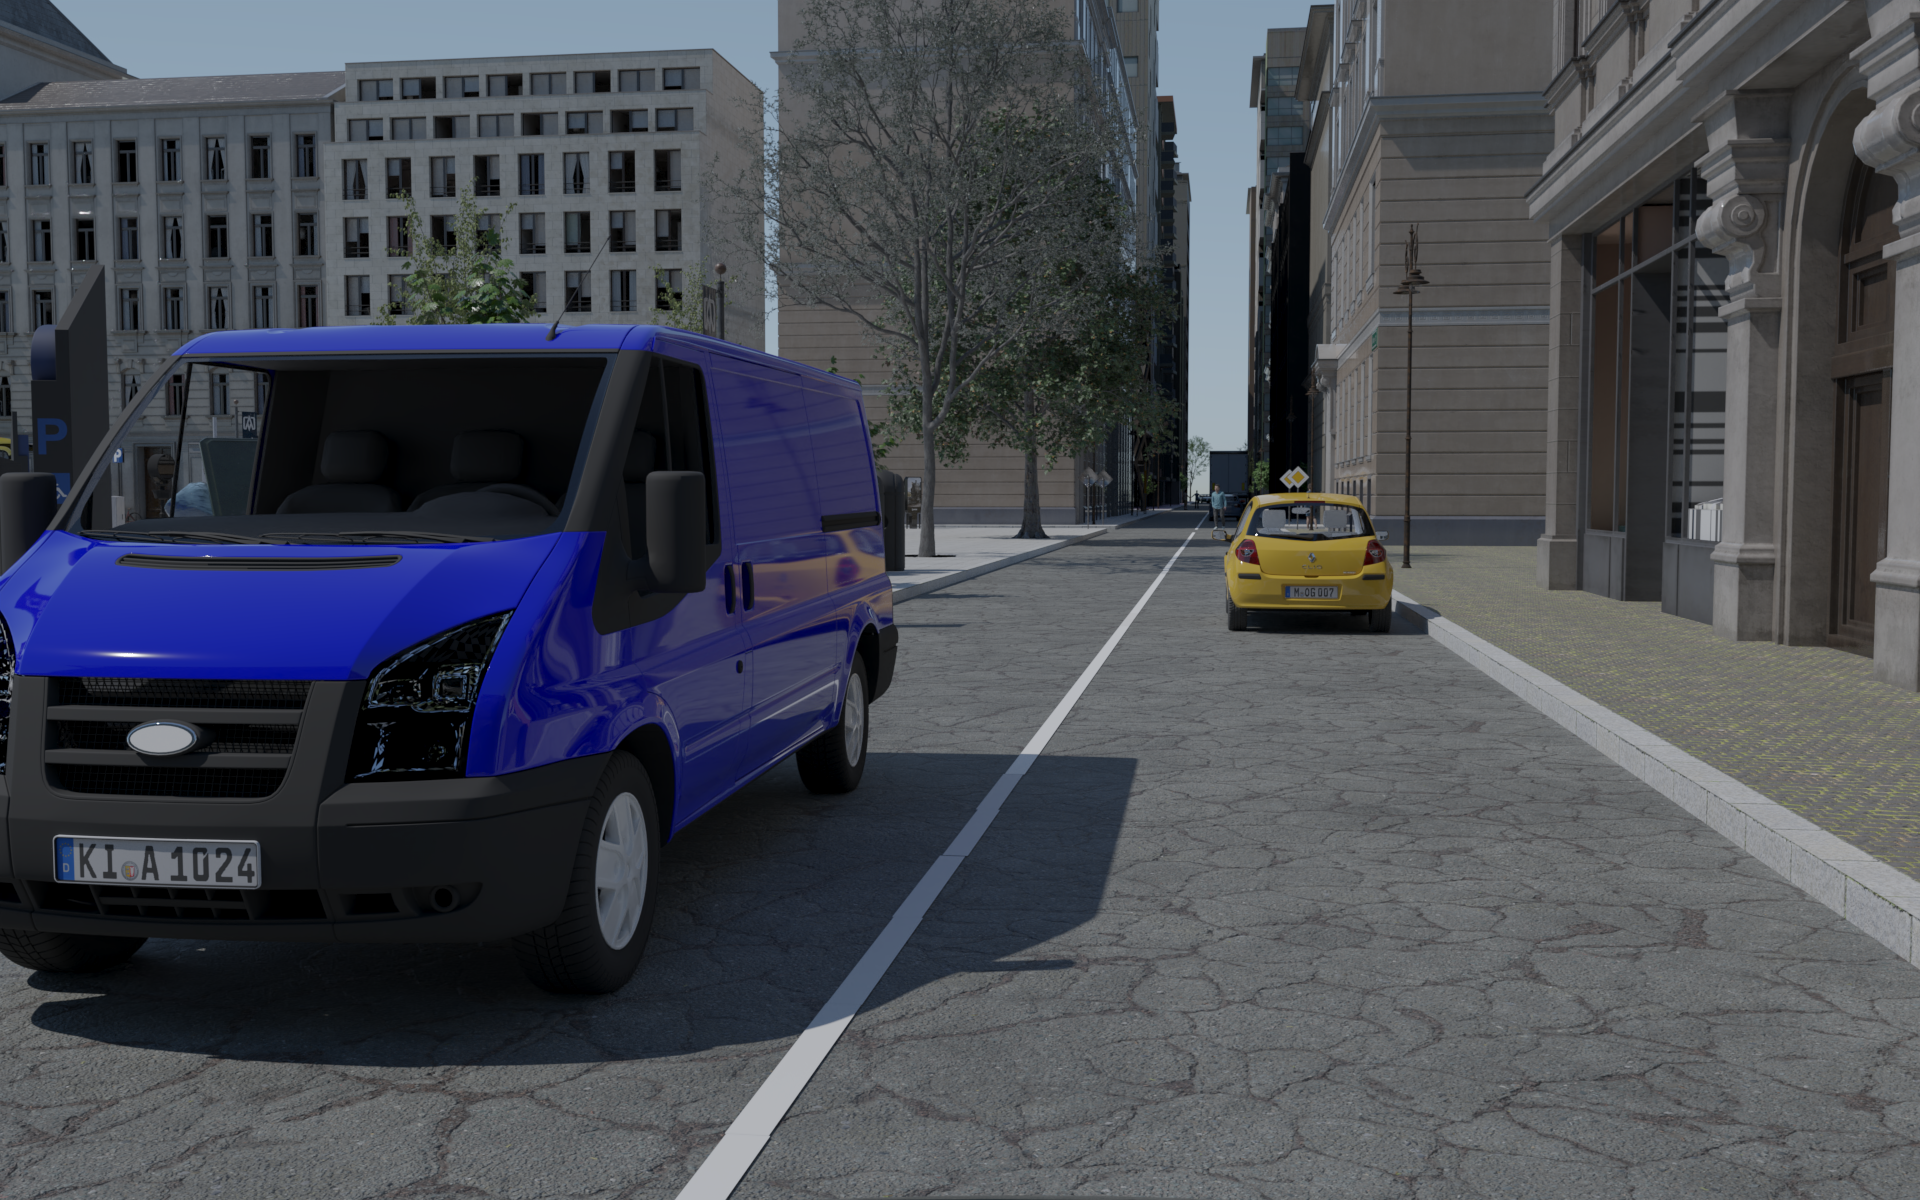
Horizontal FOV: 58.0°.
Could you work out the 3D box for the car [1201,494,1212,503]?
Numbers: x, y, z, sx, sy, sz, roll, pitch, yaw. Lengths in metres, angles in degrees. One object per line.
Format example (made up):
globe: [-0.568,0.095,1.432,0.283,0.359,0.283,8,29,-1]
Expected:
car: [37.715,-15.465,264.653,2.131,1.459,4.920,0,4,7]

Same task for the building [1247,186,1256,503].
building: [47.741,-36.339,244.256,14.600,45.320,14.200,1,4,9]

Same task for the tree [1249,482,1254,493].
tree: [38.966,-14.293,228.284,1.663,3.219,1.824,0,3,0]

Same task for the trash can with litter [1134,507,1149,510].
trash can with litter: [14.357,-7.833,139.127,2.233,1.210,1.678,2,4,26]

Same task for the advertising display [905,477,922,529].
advertising display: [-1.727,-3.598,64.041,0.123,1.923,0.974,2,4,32]

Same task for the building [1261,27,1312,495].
building: [34.257,-28.840,155.131,14.154,41.232,14.086,1,4,9]

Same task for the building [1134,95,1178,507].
building: [12.333,-32.668,188.739,22.147,44.769,28.867,1,4,9]

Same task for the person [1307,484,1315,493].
person: [13.164,-3.451,64.955,0.581,1.822,0.654,-1,4,-20]

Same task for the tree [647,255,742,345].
tree: [-8.635,-6.324,53.752,4.737,8.622,4.395,0,3,0]

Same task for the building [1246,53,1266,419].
building: [48.451,-37.545,203.105,28.713,52.752,27.495,1,4,9]

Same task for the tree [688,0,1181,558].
tree: [-0.523,-7.610,34.790,12.009,13.543,11.850,0,3,0]

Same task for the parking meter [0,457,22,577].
parking meter: [-14.836,-1.303,27.012,0.255,1.863,0.399,2,4,32]

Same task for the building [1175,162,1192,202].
building: [22.497,-42.208,279.344,28.713,52.752,27.495,1,4,9]

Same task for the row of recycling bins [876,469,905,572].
row of recycling bins: [-1.928,-1.263,27.767,1.069,1.692,3.534,2,4,28]

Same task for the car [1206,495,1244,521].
car: [14.206,-4.936,92.704,2.014,1.417,4.499,0,4,7]

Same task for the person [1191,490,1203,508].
person: [23.586,-10.029,172.465,1.348,1.826,0.705,1,4,13]

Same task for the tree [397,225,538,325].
tree: [-3.323,-1.094,12.494,1.663,3.219,1.824,0,3,0]

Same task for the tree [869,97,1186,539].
tree: [1.972,-8.126,49.860,9.611,12.733,9.660,0,3,0]

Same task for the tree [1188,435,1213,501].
tree: [40.511,-23.082,303.138,9.928,11.665,9.643,0,3,0]

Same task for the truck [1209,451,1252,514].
truck: [18.266,-7.845,117.171,2.839,4.237,11.283,1,4,10]

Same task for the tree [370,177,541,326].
tree: [-12.024,-5.535,40.864,4.737,8.622,4.395,0,3,0]

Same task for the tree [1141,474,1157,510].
tree: [15.566,-9.109,143.539,1.663,3.219,1.824,0,3,0]

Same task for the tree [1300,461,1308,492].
tree: [17.709,-5.656,87.074,1.663,3.219,1.824,0,3,0]

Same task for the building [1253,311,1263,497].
building: [44.154,-20.242,176.003,27.650,21.520,28.899,1,4,9]

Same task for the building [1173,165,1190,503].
building: [22.726,-38.591,254.658,21.300,48.544,21.600,1,4,9]

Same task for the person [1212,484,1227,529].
person: [10.539,-3.780,70.318,0.660,1.820,0.620,2,4,25]

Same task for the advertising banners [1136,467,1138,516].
advertising banners: [10.221,-6.334,99.752,0.090,3.025,2.074,0,4,6]

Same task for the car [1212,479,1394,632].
car: [3.846,-0.566,19.482,2.015,1.641,3.980,1,4,8]

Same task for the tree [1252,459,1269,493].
tree: [26.362,-9.970,146.727,4.285,4.588,4.351,0,3,0]

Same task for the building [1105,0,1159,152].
building: [4.514,-34.984,161.227,28.713,52.752,27.495,1,4,9]

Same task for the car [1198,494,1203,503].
car: [39.375,-16.393,279.821,2.131,1.459,4.920,0,4,8]

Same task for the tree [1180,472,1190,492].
tree: [27.767,-14.600,222.425,4.285,4.588,4.351,0,3,0]

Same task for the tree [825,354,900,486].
tree: [-1.655,-1.795,23.949,1.663,3.219,1.824,0,3,0]

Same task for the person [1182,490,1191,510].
person: [20.227,-8.962,155.034,0.705,1.824,1.348,-2,4,-29]

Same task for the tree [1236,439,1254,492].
tree: [39.043,-17.299,233.204,4.737,8.622,4.395,0,3,0]
